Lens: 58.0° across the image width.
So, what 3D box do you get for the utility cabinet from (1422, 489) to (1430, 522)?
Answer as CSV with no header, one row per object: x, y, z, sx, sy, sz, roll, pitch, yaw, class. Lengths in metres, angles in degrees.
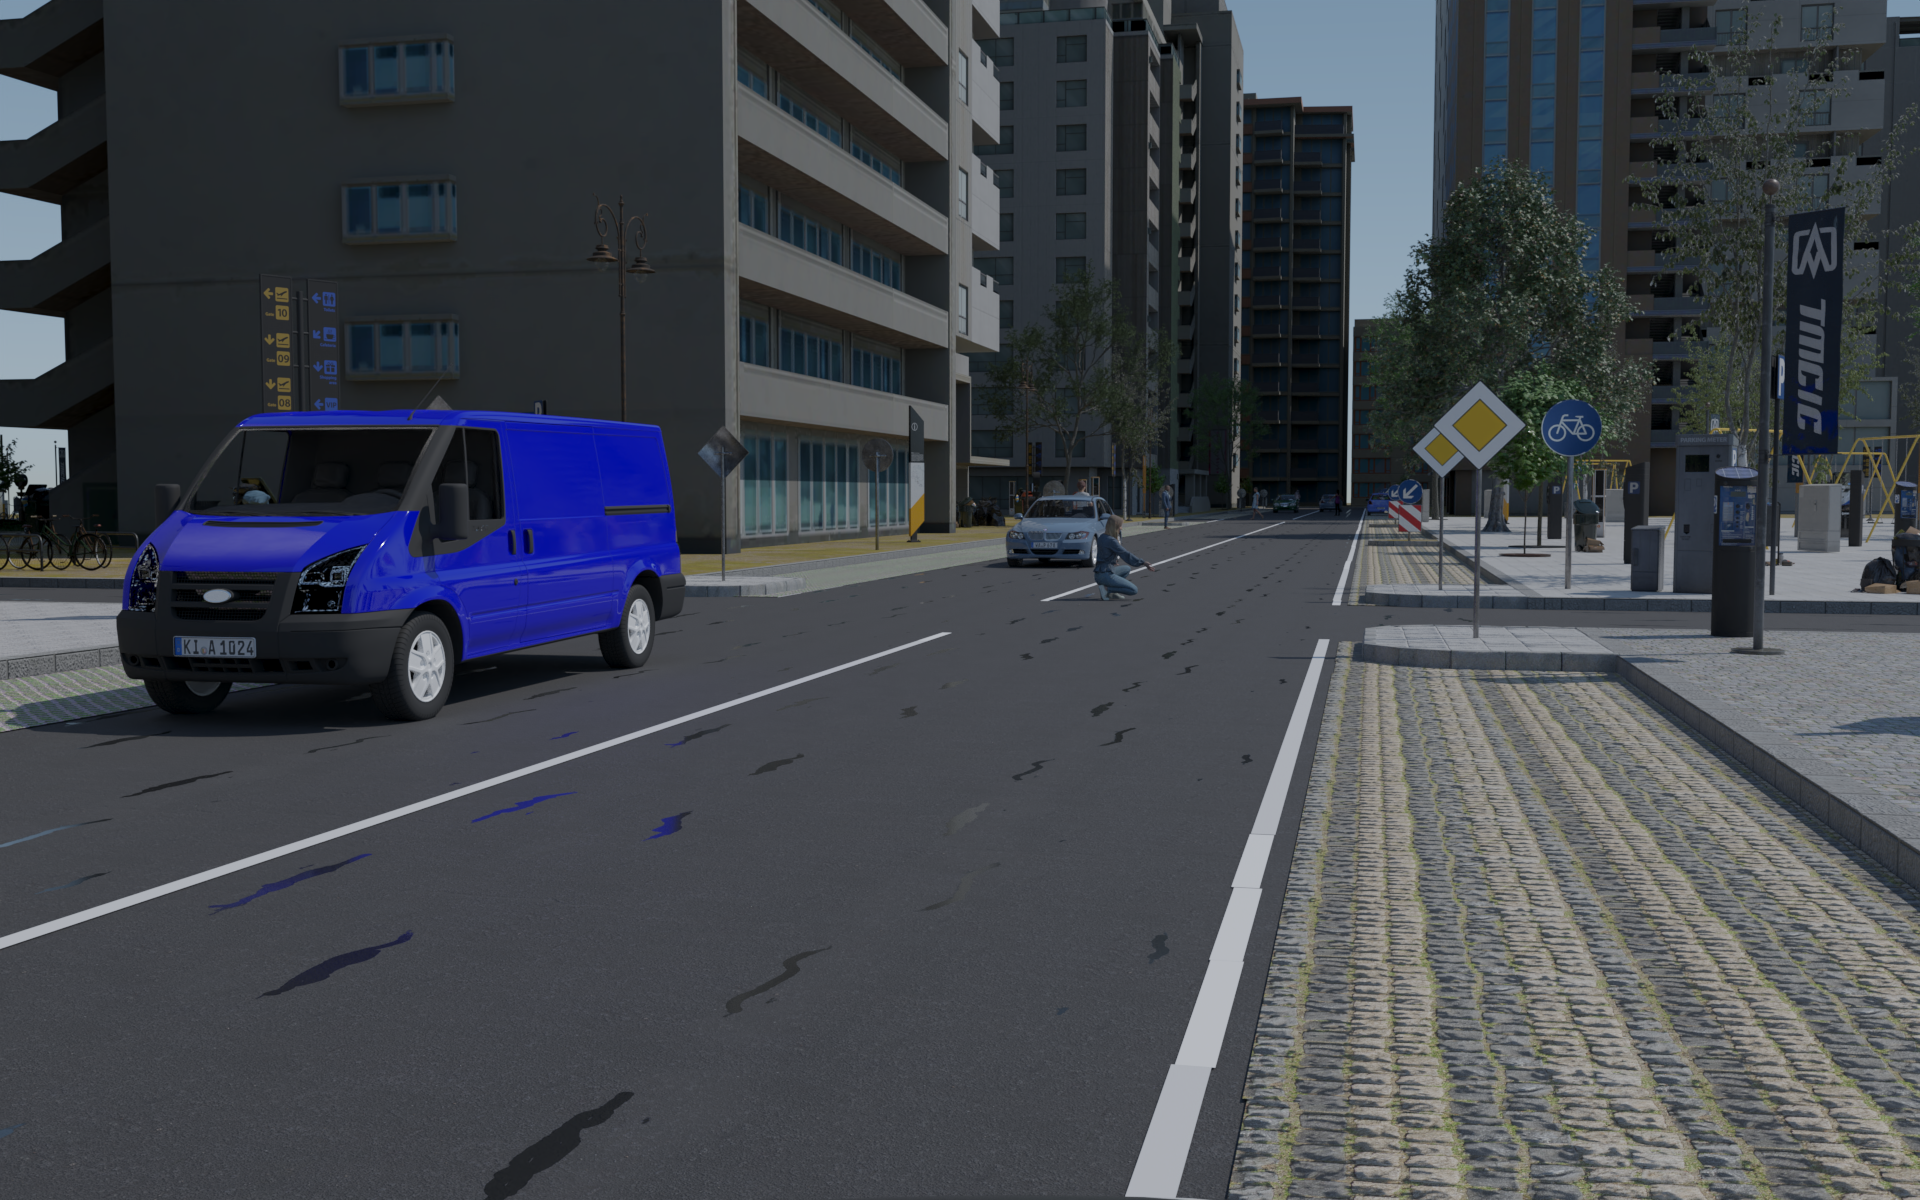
21.285,-4.316,79.241,0.318,1.500,1.173,1,4,13,utility cabinet

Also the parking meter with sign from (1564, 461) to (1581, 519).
32.083,-5.765,90.522,0.543,3.016,1.738,0,4,-2,parking meter with sign

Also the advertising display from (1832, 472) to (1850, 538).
25.970,-2.788,50.799,0.974,1.923,0.123,-1,4,-20,advertising display

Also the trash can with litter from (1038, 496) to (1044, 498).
5.427,-5.440,99.996,1.678,1.210,2.233,0,4,-1,trash can with litter

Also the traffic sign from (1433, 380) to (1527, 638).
4.591,-0.717,15.360,0.795,2.450,0.064,1,4,13,traffic sign

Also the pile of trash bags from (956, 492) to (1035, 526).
1.346,-3.650,69.434,3.447,1.369,1.912,0,4,-7,pile of trash bags

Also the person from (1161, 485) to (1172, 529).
8.443,-3.800,70.813,0.419,1.800,0.721,1,4,18,person

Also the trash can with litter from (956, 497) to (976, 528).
0.042,-3.320,65.665,1.055,1.170,0.624,-2,4,-32,trash can with litter

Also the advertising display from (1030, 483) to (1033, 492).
4.079,-5.616,97.037,0.123,1.923,0.974,1,4,15,advertising display

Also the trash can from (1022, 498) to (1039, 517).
3.959,-5.462,100.959,0.748,1.137,0.748,0,3,0,trash can

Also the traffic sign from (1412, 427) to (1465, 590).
6.430,-1.192,23.131,0.795,2.450,0.064,1,4,13,traffic sign

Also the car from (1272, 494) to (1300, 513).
24.956,-7.388,132.587,2.131,1.459,4.920,1,4,13,car

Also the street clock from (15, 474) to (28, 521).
-33.635,-3.518,62.086,0.471,2.002,0.358,2,4,26,street clock

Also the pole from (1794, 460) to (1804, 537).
24.881,-3.515,51.319,0.158,3.312,0.155,0,3,0,pole

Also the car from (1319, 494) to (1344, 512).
29.769,-7.765,138.965,2.014,1.417,4.499,1,4,14,car

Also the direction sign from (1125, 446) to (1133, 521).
8.011,-5.501,81.939,0.379,3.537,0.876,0,4,3,direction sign

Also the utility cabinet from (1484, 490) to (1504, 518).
28.092,-5.031,90.934,0.318,1.500,1.173,-3,4,-36,utility cabinet

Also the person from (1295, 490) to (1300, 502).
26.728,-7.832,137.228,0.551,1.740,0.621,3,5,42,person

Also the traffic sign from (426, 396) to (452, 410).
-5.326,-0.861,17.719,0.795,2.450,0.064,1,4,13,traffic sign

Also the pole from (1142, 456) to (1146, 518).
9.781,-6.001,91.957,0.158,3.312,0.155,0,3,0,pole

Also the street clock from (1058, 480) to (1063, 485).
5.270,-5.311,91.402,0.358,2.002,0.471,1,4,21,street clock

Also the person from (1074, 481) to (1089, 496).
3.027,-2.038,42.388,0.480,1.755,0.524,1,4,17,person

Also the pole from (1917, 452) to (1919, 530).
32.767,-3.985,59.001,0.158,3.312,0.155,0,3,0,pole

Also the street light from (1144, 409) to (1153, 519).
9.913,-7.187,90.301,0.468,5.910,1.993,1,4,13,street light

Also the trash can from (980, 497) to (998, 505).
1.261,-3.901,75.437,0.748,1.137,0.748,0,3,0,trash can

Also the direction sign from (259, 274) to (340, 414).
-6.922,-1.605,18.243,0.379,3.537,0.876,3,4,38,direction sign

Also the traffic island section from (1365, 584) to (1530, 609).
6.455,-0.056,23.203,2.009,0.180,2.903,1,4,13,traffic island section

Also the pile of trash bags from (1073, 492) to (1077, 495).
4.678,-4.505,83.401,1.912,1.369,3.447,-3,5,-43,pile of trash bags

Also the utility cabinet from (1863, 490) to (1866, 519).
46.084,-4.939,89.425,1.173,1.500,0.318,1,4,20,utility cabinet

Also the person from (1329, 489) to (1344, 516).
24.983,-6.463,114.853,1.217,1.739,0.721,-2,4,-28,person

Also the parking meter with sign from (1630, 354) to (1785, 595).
9.625,-1.596,22.362,1.738,3.016,0.543,2,4,34,parking meter with sign

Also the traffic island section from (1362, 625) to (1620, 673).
4.616,0.419,15.432,2.009,0.180,2.903,1,4,13,traffic island section

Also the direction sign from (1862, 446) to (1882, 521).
43.526,-5.548,82.709,0.379,3.537,0.876,-3,4,-38,direction sign

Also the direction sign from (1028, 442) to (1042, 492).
3.231,-5.119,75.690,0.876,3.537,0.379,3,5,41,direction sign

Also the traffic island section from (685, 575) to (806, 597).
-3.511,-0.200,25.558,2.009,0.180,2.903,1,4,13,traffic island section

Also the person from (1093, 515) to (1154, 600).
2.153,-0.588,23.619,0.738,1.151,1.012,-1,4,-11,person

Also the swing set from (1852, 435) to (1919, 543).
25.232,-3.017,46.943,2.862,2.851,3.119,0,4,-3,swing set

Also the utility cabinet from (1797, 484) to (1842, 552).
18.979,-1.810,38.276,0.318,1.500,1.173,0,4,-4,utility cabinet

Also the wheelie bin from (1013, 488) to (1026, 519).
3.089,-4.878,87.656,0.693,1.594,0.980,1,4,13,wheelie bin

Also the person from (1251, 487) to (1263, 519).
16.643,-5.414,97.107,0.778,1.811,0.616,1,4,17,person

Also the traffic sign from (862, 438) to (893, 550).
-1.899,-2.414,39.574,0.768,2.556,0.104,1,4,18,traffic sign

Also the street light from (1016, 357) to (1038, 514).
2.268,-5.251,58.634,0.468,5.910,1.993,1,4,13,street light

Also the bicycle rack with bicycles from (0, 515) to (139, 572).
-15.462,-0.995,29.644,2.925,0.926,2.852,2,4,30,bicycle rack with bicycles

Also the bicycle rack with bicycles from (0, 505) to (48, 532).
-36.031,-3.117,64.346,2.852,0.926,2.925,-1,4,-10,bicycle rack with bicycles

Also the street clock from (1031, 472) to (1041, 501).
2.544,-3.249,57.683,0.358,2.002,0.471,0,4,2,street clock

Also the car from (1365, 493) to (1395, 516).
27.806,-6.420,114.560,1.945,1.707,3.694,1,4,13,car

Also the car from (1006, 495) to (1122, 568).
2.192,-1.435,35.464,2.014,1.417,4.499,1,4,15,car

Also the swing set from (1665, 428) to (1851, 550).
19.173,-2.708,41.902,3.119,2.851,2.862,-2,4,-33,swing set

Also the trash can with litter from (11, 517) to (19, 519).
-47.490,-4.623,86.644,2.233,1.210,1.678,-2,4,-24,trash can with litter

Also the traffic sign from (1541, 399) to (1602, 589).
8.219,-1.421,23.343,0.768,2.556,0.104,1,4,16,traffic sign

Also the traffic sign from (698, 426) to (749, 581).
-3.486,-1.336,25.490,0.795,2.450,0.064,1,4,13,traffic sign

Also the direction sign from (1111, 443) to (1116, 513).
6.780,-5.173,76.577,0.379,3.537,0.876,1,4,15,direction sign

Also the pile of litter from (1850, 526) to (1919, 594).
12.504,-0.523,22.520,1.719,0.858,1.176,1,4,17,pile of litter

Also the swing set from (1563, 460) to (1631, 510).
29.338,-5.026,79.801,3.119,2.851,2.862,0,4,-7,swing set

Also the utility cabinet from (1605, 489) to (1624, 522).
29.420,-4.192,77.219,1.173,1.500,0.318,1,4,19,utility cabinet

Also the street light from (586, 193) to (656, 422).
-5.233,-3.312,26.933,0.468,5.910,1.993,1,4,13,street light

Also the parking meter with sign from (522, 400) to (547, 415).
-8.531,-2.182,31.942,1.738,3.016,0.543,-2,4,-30,parking meter with sign

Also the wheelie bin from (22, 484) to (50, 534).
-29.218,-2.879,54.974,0.693,1.594,0.980,2,4,25,wheelie bin
